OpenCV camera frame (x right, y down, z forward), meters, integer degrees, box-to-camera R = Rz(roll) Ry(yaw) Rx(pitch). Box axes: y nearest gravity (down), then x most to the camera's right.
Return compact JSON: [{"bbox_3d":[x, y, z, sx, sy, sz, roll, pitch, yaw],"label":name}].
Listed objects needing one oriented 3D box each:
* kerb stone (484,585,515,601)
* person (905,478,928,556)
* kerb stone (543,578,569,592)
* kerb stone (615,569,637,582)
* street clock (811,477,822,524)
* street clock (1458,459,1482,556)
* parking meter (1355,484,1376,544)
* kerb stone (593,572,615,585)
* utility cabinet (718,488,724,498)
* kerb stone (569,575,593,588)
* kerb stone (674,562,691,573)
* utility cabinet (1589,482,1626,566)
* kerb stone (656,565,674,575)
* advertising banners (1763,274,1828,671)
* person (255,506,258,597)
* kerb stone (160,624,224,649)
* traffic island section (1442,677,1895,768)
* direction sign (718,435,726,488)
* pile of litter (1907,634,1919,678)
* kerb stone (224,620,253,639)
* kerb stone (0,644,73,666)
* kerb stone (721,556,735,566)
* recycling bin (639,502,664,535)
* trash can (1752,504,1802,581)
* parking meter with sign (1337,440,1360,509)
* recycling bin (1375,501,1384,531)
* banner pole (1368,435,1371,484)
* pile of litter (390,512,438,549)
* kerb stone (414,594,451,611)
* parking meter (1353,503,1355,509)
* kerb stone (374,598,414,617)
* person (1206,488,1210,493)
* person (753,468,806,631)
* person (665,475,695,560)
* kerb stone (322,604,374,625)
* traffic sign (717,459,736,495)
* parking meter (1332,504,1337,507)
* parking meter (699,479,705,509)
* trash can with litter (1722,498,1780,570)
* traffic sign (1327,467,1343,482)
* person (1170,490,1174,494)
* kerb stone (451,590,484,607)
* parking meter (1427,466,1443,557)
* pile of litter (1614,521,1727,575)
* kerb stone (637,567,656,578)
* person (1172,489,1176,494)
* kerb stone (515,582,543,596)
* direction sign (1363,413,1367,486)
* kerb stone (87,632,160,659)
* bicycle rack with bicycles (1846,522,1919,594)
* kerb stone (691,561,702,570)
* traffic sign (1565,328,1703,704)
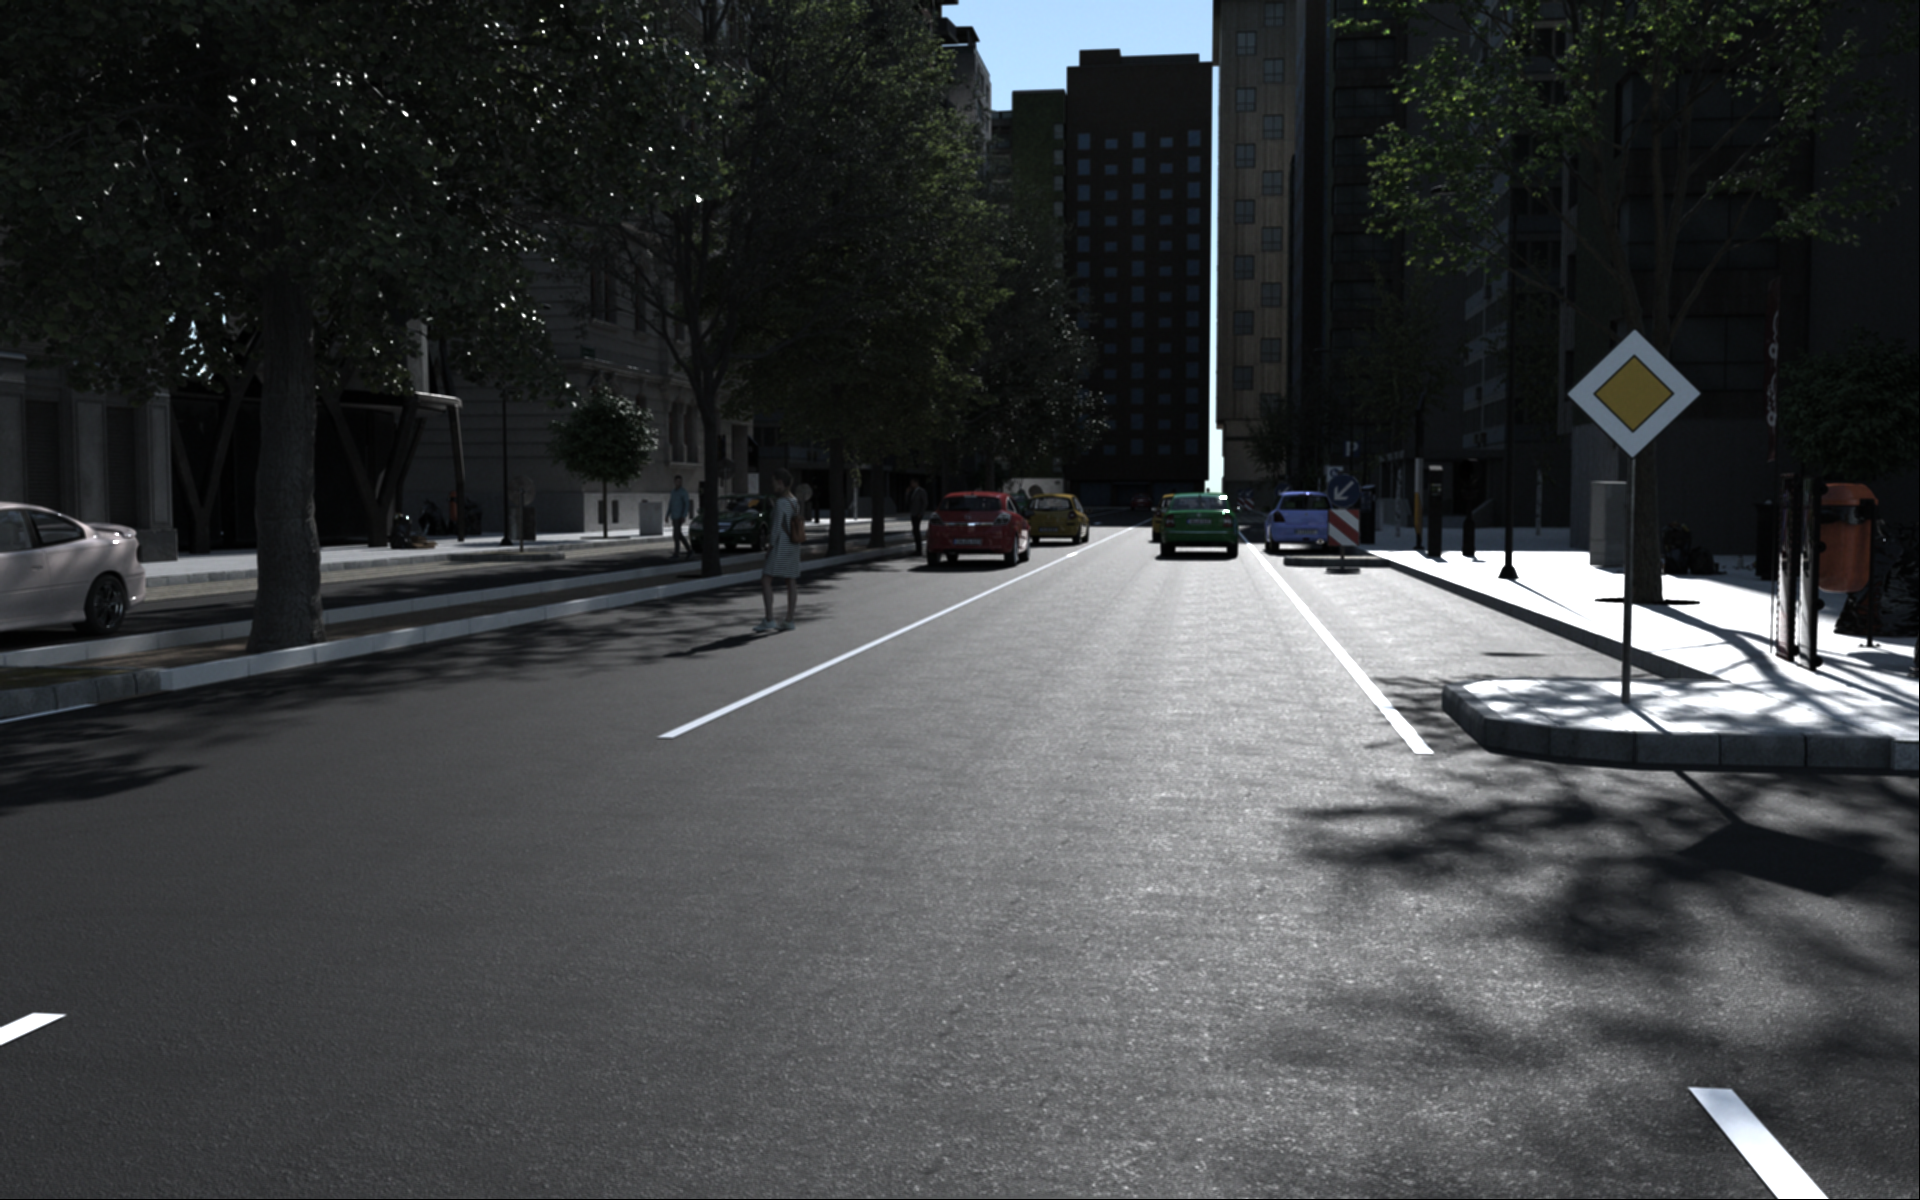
[{"bbox_3d":[-6.332,-0.076,23.514,0.120,0.150,1.000,0,4,8],"label":"kerb stone"},{"bbox_3d":[-1.027,-1.942,40.436,0.473,1.802,0.592,-1,4,-14],"label":"person"},{"bbox_3d":[-6.041,-0.205,25.549,0.120,0.150,1.000,0,4,8],"label":"kerb stone"},{"bbox_3d":[-5.602,-0.391,28.591,0.120,0.150,1.000,0,4,8],"label":"kerb stone"},{"bbox_3d":[-6.226,-4.327,75.318,0.471,2.002,0.358,-1,4,-14],"label":"street clock"},{"bbox_3d":[10.550,-1.915,35.877,0.358,2.002,0.471,-2,4,-26],"label":"street clock"},{"bbox_3d":[10.491,-2.211,44.554,0.372,1.533,0.369,0,3,0],"label":"parking meter"},{"bbox_3d":[-5.756,-0.329,27.574,0.120,0.150,1.000,0,4,8],"label":"kerb stone"},{"bbox_3d":[-8.373,-3.085,59.114,0.318,1.500,1.173,0,4,8],"label":"utility cabinet"},{"bbox_3d":[-5.904,-0.264,26.563,0.120,0.150,1.000,0,4,8],"label":"kerb stone"},{"bbox_3d":[-5.175,-0.572,31.643,0.120,0.150,1.000,0,4,8],"label":"kerb stone"},{"bbox_3d":[11.617,-1.349,30.736,1.173,1.500,0.318,-3,5,-43],"label":"utility cabinet"},{"bbox_3d":[-5.316,-0.514,30.630,0.120,0.150,1.000,0,4,8],"label":"kerb stone"},{"bbox_3d":[6.407,-1.050,13.354,0.090,3.025,2.074,1,4,14],"label":"advertising banners"},{"bbox_3d":[-9.268,-0.846,23.341,0.512,1.701,0.522,-1,4,-10],"label":"person"},{"bbox_3d":[-7.342,0.353,16.423,0.120,0.150,1.000,0,4,8],"label":"kerb stone"},{"bbox_3d":[4.100,0.713,10.623,2.009,0.180,2.903,0,4,8],"label":"traffic island section"},{"bbox_3d":[-9.136,-4.555,66.479,0.379,3.537,0.876,-2,4,-26],"label":"direction sign"},{"bbox_3d":[7.536,0.109,12.190,1.719,0.858,1.176,1,4,9],"label":"pile of litter"},{"bbox_3d":[-7.196,0.291,17.435,0.120,0.150,1.000,0,4,8],"label":"kerb stone"},{"bbox_3d":[-7.630,0.478,14.382,0.120,0.150,1.000,0,4,8],"label":"kerb stone"},{"bbox_3d":[-4.743,-0.759,34.680,0.120,0.150,1.000,0,4,8],"label":"kerb stone"},{"bbox_3d":[-9.616,-2.534,53.986,0.722,1.027,0.722,0,4,-8],"label":"recycling bin"},{"bbox_3d":[12.175,-0.862,25.754,0.748,1.137,0.748,0,3,0],"label":"trash can"},{"bbox_3d":[12.732,-3.721,57.104,0.543,3.016,1.738,0,4,2],"label":"parking meter with sign"},{"bbox_3d":[14.458,-2.951,60.806,0.722,1.027,0.722,1,4,21],"label":"recycling bin"},{"bbox_3d":[16.922,-4.991,71.621,0.401,3.779,0.863,1,4,20],"label":"banner pole"},{"bbox_3d":[-12.926,-1.649,40.923,1.176,0.858,1.719,0,4,1],"label":"pile of litter"},{"bbox_3d":[-6.621,0.043,21.490,0.120,0.150,1.000,0,4,8],"label":"kerb stone"},{"bbox_3d":[13.746,-3.137,59.697,0.372,1.533,0.369,0,3,0],"label":"parking meter"},{"bbox_3d":[-6.766,0.107,20.478,0.120,0.150,1.000,0,4,8],"label":"kerb stone"},{"bbox_3d":[15.477,-6.081,108.023,1.348,1.812,0.705,-2,4,-25],"label":"person"},{"bbox_3d":[-1.867,-0.538,18.302,0.522,1.701,0.512,1,4,18],"label":"person"},{"bbox_3d":[-6.076,-1.799,37.776,0.748,1.841,0.638,-2,4,-35],"label":"person"},{"bbox_3d":[-6.906,0.167,19.463,0.120,0.150,1.000,0,4,8],"label":"kerb stone"},{"bbox_3d":[-8.412,-3.795,62.149,0.768,2.556,0.104,1,4,15],"label":"traffic sign"},{"bbox_3d":[13.658,-3.320,62.696,0.372,1.533,0.369,0,3,0],"label":"parking meter"},{"bbox_3d":[-9.699,-3.672,65.740,0.255,1.863,0.399,2,4,30],"label":"parking meter"},{"bbox_3d":[13.675,-1.109,29.183,1.678,1.210,2.233,0,4,5],"label":"trash can with litter"},{"bbox_3d":[13.873,-3.794,64.156,0.606,2.300,0.079,1,4,15],"label":"traffic sign"},{"bbox_3d":[18.599,-8.737,151.295,1.348,1.831,0.705,0,4,-7],"label":"person"},{"bbox_3d":[-6.476,-0.017,22.502,0.120,0.150,1.000,0,4,8],"label":"kerb stone"},{"bbox_3d":[9.713,-1.816,35.406,0.255,1.863,0.399,1,4,11],"label":"parking meter"},{"bbox_3d":[11.441,-0.853,27.905,1.719,0.858,1.176,1,4,23],"label":"pile of litter"},{"bbox_3d":[-5.465,-0.453,29.609,0.120,0.150,1.000,0,4,8],"label":"kerb stone"},{"bbox_3d":[15.151,-6.951,122.178,0.705,1.821,1.348,-2,4,-25],"label":"person"},{"bbox_3d":[-6.192,-0.141,24.530,0.120,0.150,1.000,0,4,8],"label":"kerb stone"},{"bbox_3d":[11.450,-3.485,48.985,0.379,3.537,0.876,1,4,10],"label":"direction sign"},{"bbox_3d":[-7.493,0.416,15.402,0.120,0.150,1.000,0,4,8],"label":"kerb stone"},{"bbox_3d":[12.293,-0.491,21.416,2.925,0.926,2.852,0,4,-6],"label":"bicycle rack with bicycles"},{"bbox_3d":[-5.033,-0.636,32.655,0.120,0.150,1.000,0,4,8],"label":"kerb stone"},{"bbox_3d":[4.076,-0.422,10.550,0.795,2.450,0.064,0,4,8],"label":"traffic sign"}]
